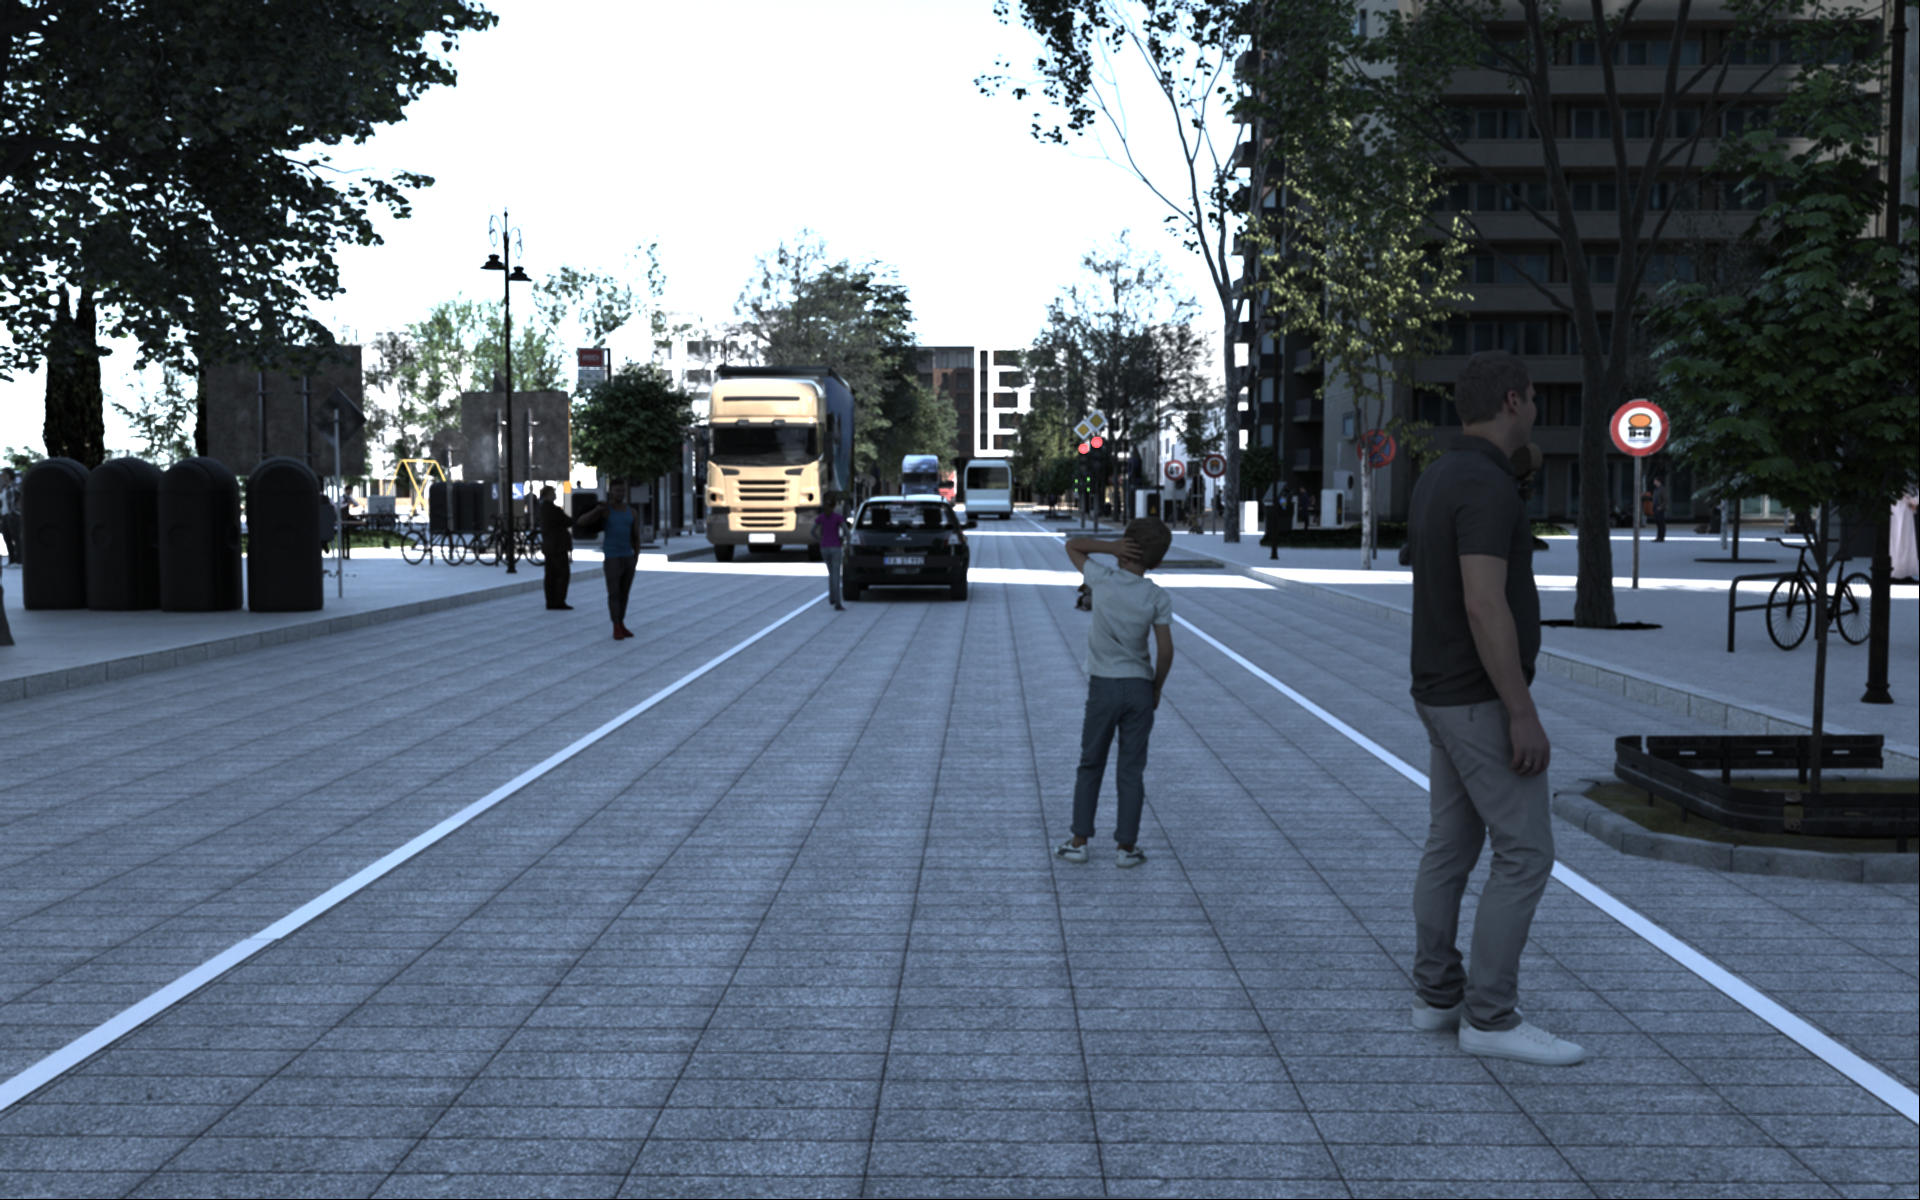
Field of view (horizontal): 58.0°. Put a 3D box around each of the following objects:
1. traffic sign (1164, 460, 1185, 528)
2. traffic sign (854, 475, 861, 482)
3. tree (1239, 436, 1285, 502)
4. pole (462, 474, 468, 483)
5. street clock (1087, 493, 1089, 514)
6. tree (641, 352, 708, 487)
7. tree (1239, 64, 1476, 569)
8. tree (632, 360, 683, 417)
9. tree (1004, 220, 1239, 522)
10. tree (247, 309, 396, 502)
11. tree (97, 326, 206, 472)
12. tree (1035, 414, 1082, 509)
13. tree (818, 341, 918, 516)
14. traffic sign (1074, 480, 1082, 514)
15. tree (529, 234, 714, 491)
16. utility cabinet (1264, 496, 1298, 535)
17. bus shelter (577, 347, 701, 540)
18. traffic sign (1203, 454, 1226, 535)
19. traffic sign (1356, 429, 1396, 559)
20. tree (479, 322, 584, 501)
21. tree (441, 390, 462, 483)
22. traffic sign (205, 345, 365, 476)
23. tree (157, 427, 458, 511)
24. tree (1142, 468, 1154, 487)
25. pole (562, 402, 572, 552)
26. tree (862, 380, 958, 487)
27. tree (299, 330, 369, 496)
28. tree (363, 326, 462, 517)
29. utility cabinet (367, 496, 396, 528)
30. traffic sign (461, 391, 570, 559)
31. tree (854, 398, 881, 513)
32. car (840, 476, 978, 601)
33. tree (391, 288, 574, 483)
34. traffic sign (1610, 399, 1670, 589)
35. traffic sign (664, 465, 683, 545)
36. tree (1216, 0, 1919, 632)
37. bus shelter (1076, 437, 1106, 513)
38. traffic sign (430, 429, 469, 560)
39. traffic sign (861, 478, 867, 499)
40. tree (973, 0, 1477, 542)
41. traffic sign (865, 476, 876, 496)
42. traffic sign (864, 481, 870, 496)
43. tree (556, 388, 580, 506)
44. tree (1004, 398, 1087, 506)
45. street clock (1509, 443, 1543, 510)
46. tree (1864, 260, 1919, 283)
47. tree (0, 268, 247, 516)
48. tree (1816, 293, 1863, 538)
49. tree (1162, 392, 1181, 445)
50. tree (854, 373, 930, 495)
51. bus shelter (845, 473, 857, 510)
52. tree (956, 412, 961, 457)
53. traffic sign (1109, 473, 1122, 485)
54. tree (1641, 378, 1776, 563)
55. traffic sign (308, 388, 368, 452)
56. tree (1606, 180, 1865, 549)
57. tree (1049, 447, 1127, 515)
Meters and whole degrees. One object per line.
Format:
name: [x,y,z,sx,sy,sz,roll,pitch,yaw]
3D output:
traffic sign: [8.045,-3.969,65.004,0.768,2.556,0.104,0,4,3]
traffic sign: [-7.180,-7.293,118.971,0.795,2.593,0.064,0,4,5]
tree: [16.630,-6.945,97.272,4.285,4.588,4.351,0,3,0]
pole: [-18.752,-4.390,65.616,0.158,3.312,0.155,0,3,0]
street clock: [8.378,-6.554,111.722,0.358,2.002,0.471,0,4,-2]
tree: [-14.910,-8.513,89.551,4.360,8.622,3.978,0,3,0]
tree: [6.822,-4.812,29.044,4.737,8.622,4.395,0,3,0]
tree: [-17.102,-8.842,94.924,4.737,8.622,4.395,0,3,0]
tree: [7.094,-10.298,78.747,12.009,13.543,11.850,0,3,0]
tree: [-24.976,-7.202,68.111,4.360,8.622,3.978,0,3,0]
tree: [-33.764,-7.522,73.339,4.737,8.622,4.395,0,3,0]
tree: [8.564,-12.320,151.796,4.737,8.622,4.395,0,3,0]
tree: [-6.359,-10.186,100.946,8.767,10.594,7.601,1,4,11]
traffic sign: [7.697,-6.818,111.470,0.884,2.594,0.081,0,4,7]
tree: [-24.410,-16.480,125.340,12.611,20.169,13.585,0,3,0]
utility cabinet: [9.391,-2.421,50.747,0.306,1.237,1.020,-3,5,-40]
bus shelter: [-9.318,-4.432,50.089,2.179,5.291,8.768,0,4,1]
traffic sign: [8.053,-3.346,54.805,0.768,2.556,0.104,0,4,5]
traffic sign: [8.168,-2.076,34.045,0.768,2.556,0.104,1,4,9]
tree: [-17.878,-7.526,73.415,4.737,8.622,4.395,0,3,0]
tree: [-33.159,-10.117,115.782,4.360,8.622,3.978,0,3,0]
traffic sign: [-9.284,-1.831,23.815,2.265,3.308,0.079,0,4,7]
tree: [-47.492,-10.106,128.136,11.467,7.101,20.602,2,4,33]
tree: [13.710,-8.296,130.233,1.663,3.219,1.824,0,3,0]
pole: [-8.703,-2.719,38.305,0.158,3.312,0.155,0,3,0]
tree: [-4.937,-15.516,170.690,9.611,12.733,9.660,0,3,0]
tree: [-27.890,-7.692,76.132,4.737,8.622,4.395,0,3,0]
tree: [-30.801,-9.929,96.759,7.601,10.594,8.767,1,4,19]
utility cabinet: [-22.229,-3.388,66.550,1.020,1.237,0.306,-3,4,-36]
traffic sign: [-8.808,-2.473,34.303,2.265,3.308,0.079,1,4,10]
tree: [-6.988,-10.038,114.484,4.360,8.622,3.978,0,3,0]
car: [-0.747,-0.912,24.693,2.009,1.686,4.222,0,4,0]
tree: [-24.384,-9.832,86.511,9.928,11.665,9.643,0,3,0]
traffic sign: [9.160,-1.426,23.414,0.768,2.556,0.104,1,4,9]
traffic sign: [-7.394,-2.659,43.486,0.884,2.594,0.081,0,4,4]
tree: [6.196,-5.551,16.512,9.928,11.665,9.643,0,3,0]
bus shelter: [9.102,-8.655,119.147,2.179,5.291,8.768,0,4,1]
traffic sign: [-9.924,-2.054,33.692,0.768,2.556,0.104,0,4,4]
traffic sign: [-7.648,-8.529,139.561,0.768,2.556,0.104,0,4,4]
tree: [6.718,-11.507,44.037,12.611,20.169,13.585,0,3,0]
traffic sign: [-6.220,-7.354,120.350,0.768,2.556,0.104,0,4,2]
traffic sign: [-6.591,-7.716,126.262,0.768,2.556,0.104,0,4,5]
tree: [-26.681,-10.104,115.555,4.360,8.622,3.978,0,3,0]
tree: [10.186,-18.216,214.834,9.611,12.733,9.660,0,3,0]
street clock: [7.964,-1.218,24.490,0.358,2.002,0.471,-2,4,-28]
tree: [25.084,-5.737,44.162,4.360,8.622,3.978,0,3,0]
tree: [-49.948,-12.373,104.126,18.604,14.587,13.155,-2,4,-23]
tree: [24.613,-6.089,49.921,4.737,8.622,4.395,0,3,0]
tree: [14.663,-9.580,106.995,4.737,8.622,4.395,0,3,0]
tree: [-6.387,-13.797,143.703,7.486,12.596,7.792,0,3,0]
bus shelter: [-8.656,-8.722,133.892,1.731,3.624,6.357,0,4,1]
tree: [-4.621,-17.900,199.316,9.857,13.997,8.962,0,3,0]
traffic sign: [9.306,-6.348,103.899,0.768,2.556,0.104,0,4,2]
tree: [14.645,-3.001,32.788,4.285,4.588,4.351,0,3,0]
traffic sign: [-7.724,-1.332,21.511,0.795,2.593,0.064,1,4,10]
tree: [17.510,-5.469,39.784,4.360,8.622,3.978,0,3,0]
tree: [8.485,-7.520,106.670,4.285,4.588,4.351,0,3,0]
